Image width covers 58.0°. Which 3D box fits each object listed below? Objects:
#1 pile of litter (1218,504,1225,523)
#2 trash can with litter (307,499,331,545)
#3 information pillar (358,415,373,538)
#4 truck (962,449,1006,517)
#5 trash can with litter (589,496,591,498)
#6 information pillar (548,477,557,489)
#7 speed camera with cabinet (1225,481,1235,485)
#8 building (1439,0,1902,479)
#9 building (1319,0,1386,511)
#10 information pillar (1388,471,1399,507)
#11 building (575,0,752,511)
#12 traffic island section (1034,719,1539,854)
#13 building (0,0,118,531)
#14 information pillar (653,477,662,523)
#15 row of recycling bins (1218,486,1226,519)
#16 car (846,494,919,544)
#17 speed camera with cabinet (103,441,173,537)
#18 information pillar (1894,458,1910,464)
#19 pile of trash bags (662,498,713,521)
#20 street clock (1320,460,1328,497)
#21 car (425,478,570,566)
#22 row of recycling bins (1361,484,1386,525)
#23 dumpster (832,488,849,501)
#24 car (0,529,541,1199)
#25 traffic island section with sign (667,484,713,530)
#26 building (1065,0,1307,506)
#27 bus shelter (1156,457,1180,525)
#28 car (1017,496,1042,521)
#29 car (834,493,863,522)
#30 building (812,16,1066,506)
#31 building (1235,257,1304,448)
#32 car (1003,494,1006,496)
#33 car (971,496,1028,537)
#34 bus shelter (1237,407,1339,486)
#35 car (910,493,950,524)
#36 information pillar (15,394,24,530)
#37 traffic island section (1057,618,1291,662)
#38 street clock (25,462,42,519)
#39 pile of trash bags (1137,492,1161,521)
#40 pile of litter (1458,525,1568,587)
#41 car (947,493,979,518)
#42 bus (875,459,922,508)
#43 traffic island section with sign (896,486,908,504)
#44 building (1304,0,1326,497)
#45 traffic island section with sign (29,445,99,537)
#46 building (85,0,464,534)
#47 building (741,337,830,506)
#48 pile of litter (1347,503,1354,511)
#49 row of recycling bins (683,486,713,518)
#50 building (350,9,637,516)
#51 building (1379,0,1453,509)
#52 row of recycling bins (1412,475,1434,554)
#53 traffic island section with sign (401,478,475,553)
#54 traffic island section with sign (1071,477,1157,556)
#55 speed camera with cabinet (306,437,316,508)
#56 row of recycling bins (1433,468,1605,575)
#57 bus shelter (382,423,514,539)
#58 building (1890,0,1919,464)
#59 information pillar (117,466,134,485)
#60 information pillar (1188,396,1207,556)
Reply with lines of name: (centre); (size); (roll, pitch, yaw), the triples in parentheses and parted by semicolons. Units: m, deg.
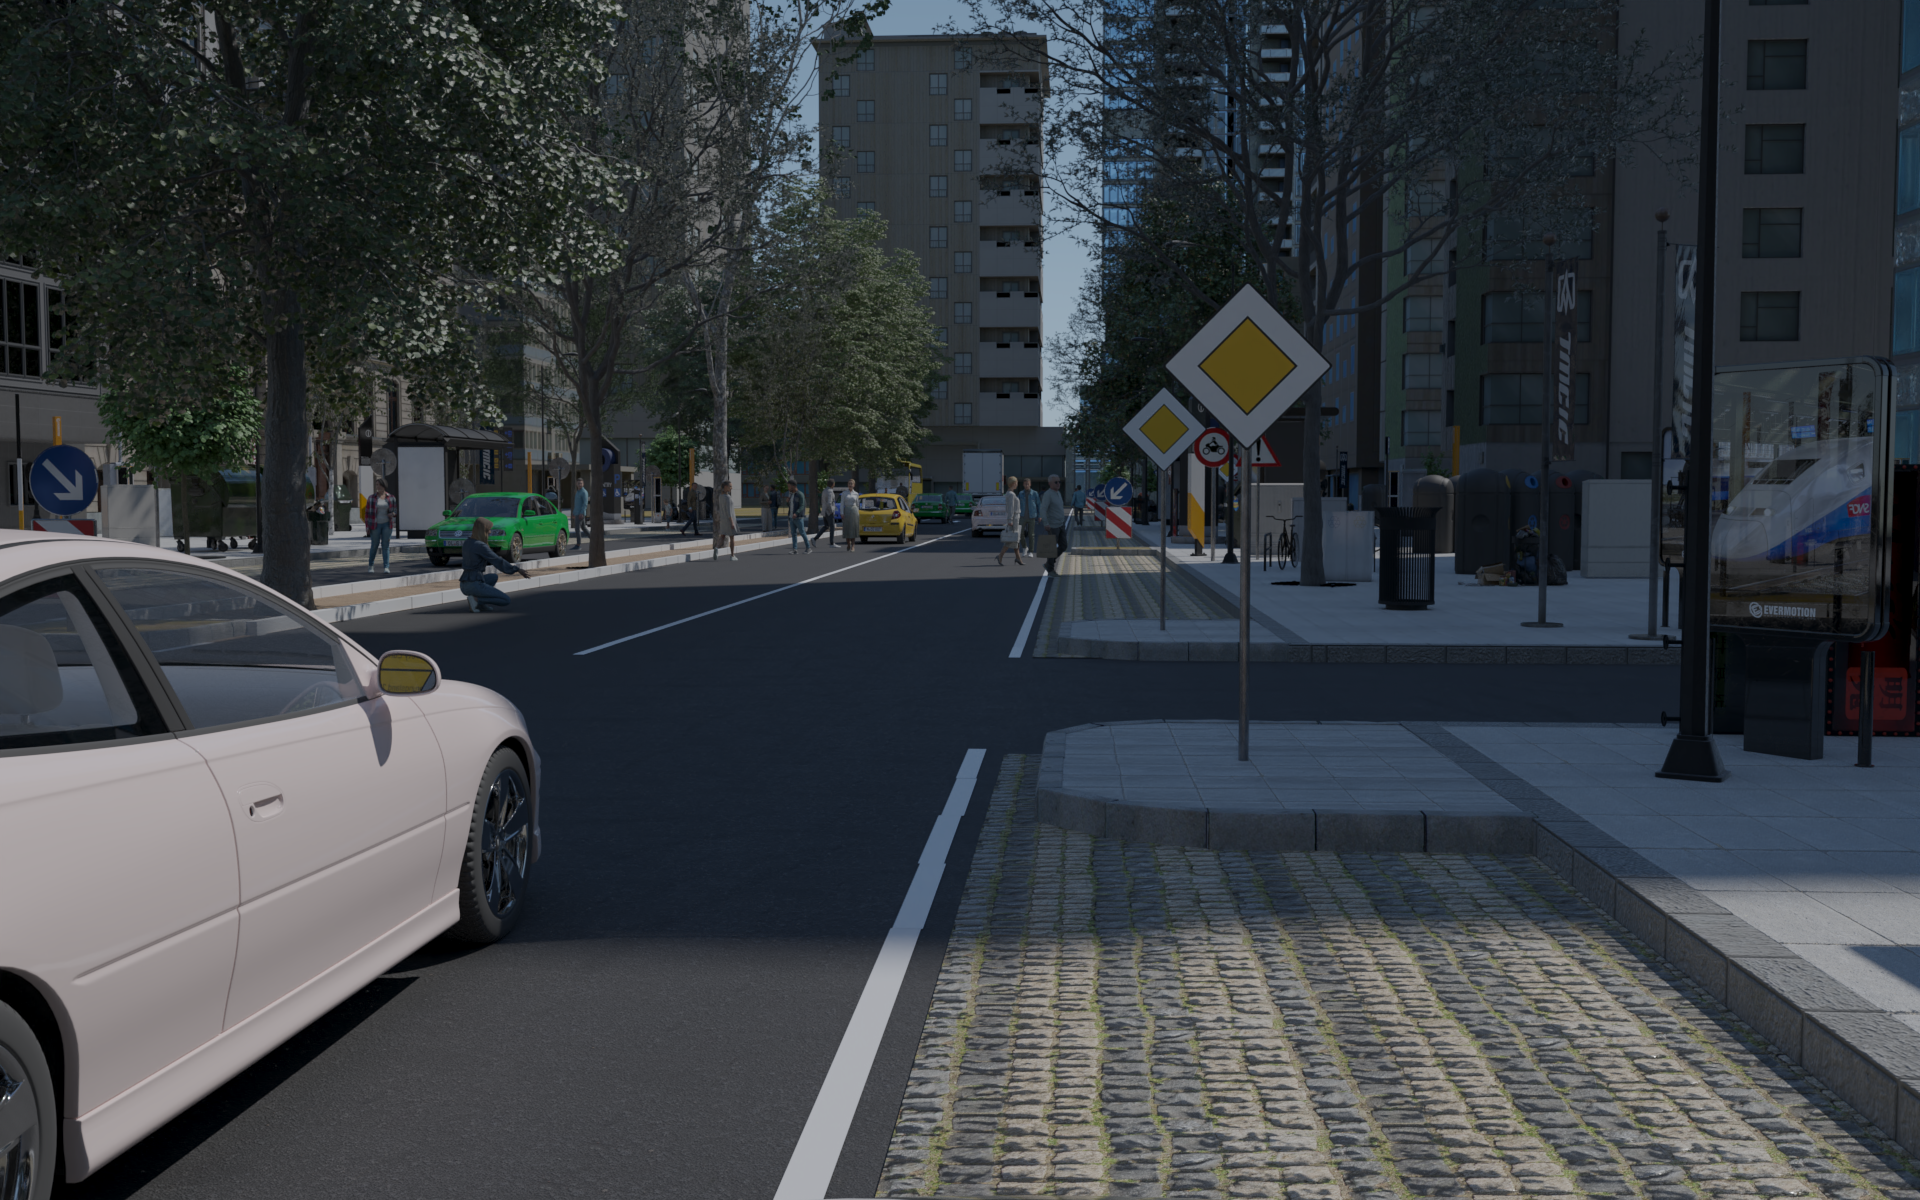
pile of litter: (11.538, -3.819, 76.404); (1.719, 0.858, 1.176); (1, 4, 16)
trash can with litter: (-16.292, -1.952, 43.298); (1.055, 1.170, 0.624); (0, 4, 5)
information pillar: (-17.499, -3.651, 51.051); (0.183, 3.616, 0.504); (2, 4, 27)
truck: (1.591, -7.631, 113.686); (2.839, 4.237, 11.283); (0, 4, 2)
trash can with litter: (-19.689, -4.926, 91.600); (1.678, 1.210, 2.233); (1, 4, 14)
information pillar: (-17.411, -4.254, 74.041); (0.304, 2.012, 0.304); (1, 4, 13)
speed camera with cabinet: (14.882, -5.876, 90.408); (2.038, 3.252, 0.660); (1, 4, 17)
building: (23.779, -17.588, 59.264); (14.160, 30.474, 14.107); (0, 4, 4)
building: (28.247, -27.312, 96.666); (14.600, 45.320, 14.200); (0, 4, 4)
information pillar: (13.754, -3.089, 54.999); (0.304, 2.012, 0.304); (0, 4, 5)
building: (-32.664, -33.932, 144.029); (27.495, 52.752, 28.713); (0, 4, 4)
traffic island section: (1.386, 0.852, 8.355); (2.009, 0.180, 2.903); (0, 4, 4)
building: (-33.206, -15.146, 41.148); (14.314, 27.812, 24.014); (0, 4, 4)
information pillar: (-13.334, -4.395, 76.343); (0.304, 2.012, 0.304); (-1, 4, -20)
row of recycling bins: (12.882, -4.712, 84.151); (1.069, 1.692, 3.534); (-3, 5, -42)
car: (-2.283, -2.497, 51.049); (2.015, 1.641, 3.980); (0, 4, 6)
speed camera with cabinet: (-24.148, -3.476, 51.168); (0.660, 3.252, 2.038); (3, 5, 43)
information pillar: (19.248, -1.901, 35.573); (0.304, 2.012, 0.304); (-2, 4, -30)
pile of trash bags: (-12.902, -4.608, 85.101); (1.912, 1.369, 3.447); (3, 4, 38)
street clock: (7.542, -1.973, 36.821); (0.358, 2.002, 0.471); (-2, 4, -25)
car: (-9.578, -1.668, 36.062); (1.959, 1.807, 4.718); (0, 4, 6)
row of recycling bins: (17.510, -4.008, 72.650); (1.069, 1.692, 3.534); (1, 4, 21)
dumpster: (-7.676, -6.526, 114.922); (1.865, 1.857, 1.264); (0, 4, 4)
car: (-2.459, 0.502, 4.158); (2.083, 1.381, 4.827); (0, 4, 3)
traffic island section with sign: (-10.548, -3.716, 69.389); (1.989, 1.847, 2.006); (0, 4, 4)
building: (27.548, -53.873, 193.498); (31.000, 86.520, 22.319); (0, 4, 4)
bus shelter: (8.656, -4.547, 68.263); (2.014, 3.302, 5.546); (0, 4, 4)
car: (3.696, -5.056, 95.251); (1.945, 1.354, 3.894); (0, 4, 4)
car: (-5.603, -4.856, 88.995); (1.945, 1.707, 3.694); (0, 4, 3)
building: (-1.398, -37.352, 199.935); (27.495, 52.752, 28.713); (0, 4, 4)
building: (37.464, -18.032, 139.857); (27.650, 21.520, 28.899); (0, 4, 4)
car: (3.502, -8.647, 153.169); (2.131, 1.459, 4.920); (0, 4, 3)
car: (1.381, -2.840, 58.799); (2.083, 1.381, 4.827); (0, 4, 3)
bus shelter: (8.382, -4.181, 45.991); (2.179, 5.291, 8.768); (0, 4, 4)
car: (-1.444, -4.648, 84.798); (1.959, 1.807, 4.718); (0, 4, 4)
information pillar: (-22.083, -3.017, 40.678); (0.183, 3.616, 0.504); (-2, 4, -27)
traffic island section: (1.930, 0.364, 16.322); (2.009, 0.180, 2.903); (0, 4, 4)
street clock: (-20.726, -2.098, 38.870); (0.471, 2.002, 0.358); (2, 4, 32)
pile of trash bags: (9.441, -4.474, 82.907); (1.912, 1.369, 3.447); (-2, 4, -24)
pile of litter: (7.835, -0.644, 24.487); (1.719, 0.858, 1.176); (0, 4, -3)
car: (0.108, -5.798, 103.597); (1.959, 1.807, 4.718); (0, 4, 3)
bus: (-4.288, -7.876, 120.318); (2.896, 3.916, 12.252); (0, 4, 3)
traffic island section with sign: (-3.142, -5.107, 91.639); (2.006, 1.907, 1.989); (0, 4, 4)
building: (32.323, -41.326, 113.925); (20.563, 71.187, 20.611); (0, 4, 4)
traffic island section with sign: (-8.248, -0.522, 16.674); (2.006, 1.907, 1.989); (0, 4, 4)
building: (-31.620, -15.378, 70.517); (14.460, 24.649, 34.723); (0, 4, 4)
building: (-29.555, -21.859, 202.431); (28.899, 21.520, 27.650); (0, 4, 4)
pile of litter: (18.986, -4.376, 85.512); (1.719, 0.858, 1.176); (-3, 5, -42)
row of recycling bins: (-13.711, -5.159, 91.470); (1.069, 1.692, 3.534); (1, 4, 11)
building: (-37.182, -25.321, 105.887); (32.217, 40.220, 23.993); (0, 4, 4)
building: (27.274, -24.387, 82.327); (14.154, 41.232, 14.086); (0, 4, 4)
row of recycling bins: (11.350, -1.912, 38.367); (3.534, 1.692, 1.069); (-3, 4, -38)
traffic island section with sign: (-12.377, -2.071, 42.496); (1.989, 1.847, 2.006); (0, 4, 4)
traffic island section with sign: (3.615, -1.972, 40.863); (1.989, 1.847, 2.006); (0, 4, 4)
speed camera with cabinet: (-22.856, -4.028, 60.198); (0.660, 3.252, 2.038); (-2, 4, -29)
row of recycling bins: (9.419, -1.315, 28.621); (3.534, 1.692, 1.069); (-3, 4, -37)
bus shelter: (-15.254, -3.553, 52.021); (2.014, 3.302, 5.546); (0, 4, 4)
building: (66.832, -31.823, 139.915); (30.456, 49.044, 23.786); (0, 4, 4)
information pillar: (-21.809, -2.495, 45.289); (0.304, 2.012, 0.304); (0, 4, -2)
information pillar: (4.874, -2.709, 35.640); (0.183, 3.616, 0.504); (3, 5, 43)
